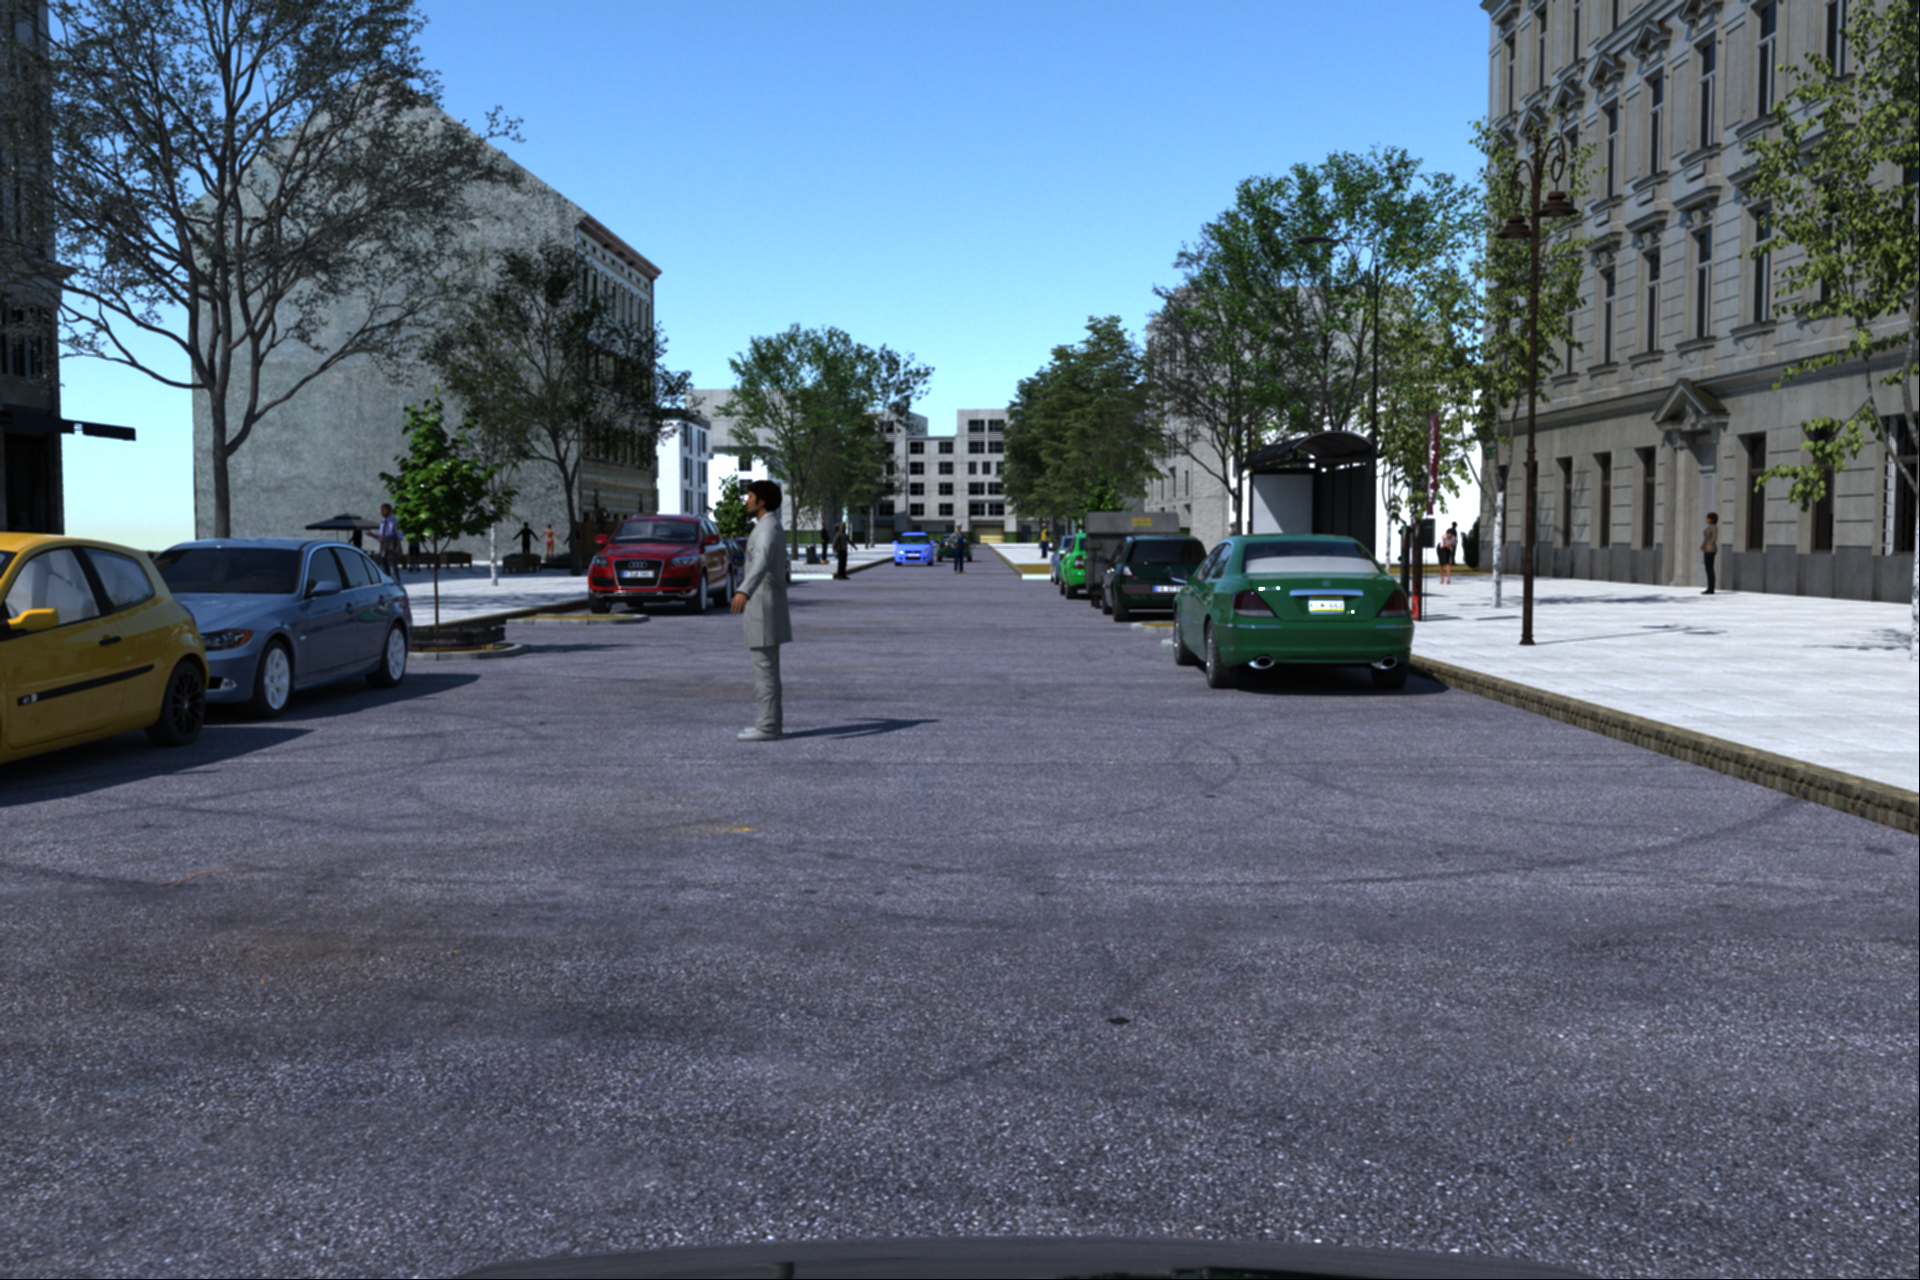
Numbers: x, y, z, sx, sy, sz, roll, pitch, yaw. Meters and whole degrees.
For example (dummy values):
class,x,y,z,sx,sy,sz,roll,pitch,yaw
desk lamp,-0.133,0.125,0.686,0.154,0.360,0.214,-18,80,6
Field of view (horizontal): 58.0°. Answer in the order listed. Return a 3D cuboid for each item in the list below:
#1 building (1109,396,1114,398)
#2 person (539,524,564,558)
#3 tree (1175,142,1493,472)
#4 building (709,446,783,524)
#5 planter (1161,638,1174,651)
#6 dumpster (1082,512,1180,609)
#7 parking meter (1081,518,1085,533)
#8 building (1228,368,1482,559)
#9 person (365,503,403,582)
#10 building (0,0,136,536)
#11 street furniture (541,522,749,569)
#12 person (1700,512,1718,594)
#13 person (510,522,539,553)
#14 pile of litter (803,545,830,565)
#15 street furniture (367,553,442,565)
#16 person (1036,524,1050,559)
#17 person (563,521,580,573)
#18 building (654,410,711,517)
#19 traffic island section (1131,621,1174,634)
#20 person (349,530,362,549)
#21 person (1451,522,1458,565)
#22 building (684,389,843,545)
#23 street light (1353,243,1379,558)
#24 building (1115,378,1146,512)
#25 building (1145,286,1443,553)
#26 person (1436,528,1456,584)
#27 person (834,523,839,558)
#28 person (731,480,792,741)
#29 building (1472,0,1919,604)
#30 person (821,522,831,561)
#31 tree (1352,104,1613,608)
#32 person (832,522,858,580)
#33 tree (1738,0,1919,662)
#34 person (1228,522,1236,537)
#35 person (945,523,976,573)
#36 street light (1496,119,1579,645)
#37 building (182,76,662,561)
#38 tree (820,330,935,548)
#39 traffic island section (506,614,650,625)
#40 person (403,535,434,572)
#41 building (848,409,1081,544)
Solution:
class,x,y,z,sx,sy,sz,roll,pitch,yaw
building,24.700,-22.794,229.097,16.016,20.090,11.380,0,4,1
person,-18.060,-4.259,76.443,1.217,1.733,0.721,1,4,17
tree,9.747,-7.351,45.949,9.928,11.665,9.643,0,3,0
building,-22.838,-14.502,179.257,9.099,9.664,28.070,0,3,0
planter,3.547,-0.034,21.695,1.991,0.319,1.994,0,4,1
dumpster,3.330,-1.559,33.710,1.865,1.857,1.264,0,4,1
parking meter,4.158,-3.102,56.422,0.399,1.863,0.255,0,4,1
building,22.270,-9.760,101.729,9.099,9.664,28.070,0,4,1
person,-10.533,-1.573,31.632,0.709,1.838,0.599,3,4,36
building,-31.060,-18.184,43.428,12.429,33.558,17.177,0,4,1
street furniture,-11.554,-3.665,66.777,11.010,1.723,9.812,1,4,20
person,15.930,-1.847,36.956,0.721,1.744,1.215,1,4,16
person,-18.507,-4.136,73.802,0.705,1.806,1.347,3,5,45
pile of litter,-6.105,-3.650,73.647,1.176,0.858,1.719,0,4,0
street furniture,-26.648,-3.552,73.705,10.072,0.657,5.734,1,4,15
person,4.405,-5.203,91.036,0.705,1.833,1.349,-2,4,-26
person,-12.704,-3.053,56.637,0.721,1.740,1.216,-2,4,-32
building,-23.170,-11.455,129.436,9.099,9.664,28.070,0,4,0
traffic island section,3.576,-0.183,25.853,1.991,0.108,1.994,0,3,0
person,-22.138,-3.523,63.537,0.705,1.837,1.347,0,4,-3
person,20.315,-3.967,71.129,0.705,1.796,1.348,1,4,18
building,-25.044,-22.059,227.126,16.747,18.905,31.486,0,4,1
street light,7.019,-3.334,27.054,1.470,5.913,1.316,0,4,1
building,27.346,-22.895,205.254,19.493,23.208,18.063,0,4,1
building,24.084,-16.254,132.206,16.747,18.905,31.486,0,4,0
person,12.516,-2.164,44.608,0.628,1.438,0.799,-2,4,-27
person,-6.496,-5.244,91.512,0.705,1.856,1.354,0,4,-3
person,-1.392,-0.213,12.119,0.705,1.806,1.347,0,4,1
building,25.228,-15.882,36.086,17.030,29.872,44.131,0,4,0
person,-6.039,-4.369,77.656,0.704,1.802,1.346,1,4,10
tree,9.287,-4.883,30.205,4.737,8.622,4.395,0,3,0
person,-3.668,-2.807,54.477,0.705,1.813,1.348,2,4,29
tree,9.789,-4.102,17.426,4.737,8.622,4.395,0,3,0
person,12.376,-4.473,78.991,0.705,1.847,1.347,2,4,24
person,-0.024,-3.358,63.224,1.347,1.847,0.705,-2,4,-35
street light,6.571,-2.880,19.884,0.468,5.910,1.993,0,4,1
building,-27.058,-15.902,90.928,19.493,23.208,18.063,0,4,1
tree,-8.639,-18.651,160.839,12.611,20.169,13.585,0,3,0
traffic island section,-6.147,-0.328,28.228,1.991,0.108,1.994,0,4,1
person,-18.727,-3.258,59.408,1.345,1.843,0.704,-1,4,-13
building,0.978,-23.405,251.578,31.486,18.905,16.747,1,4,10
